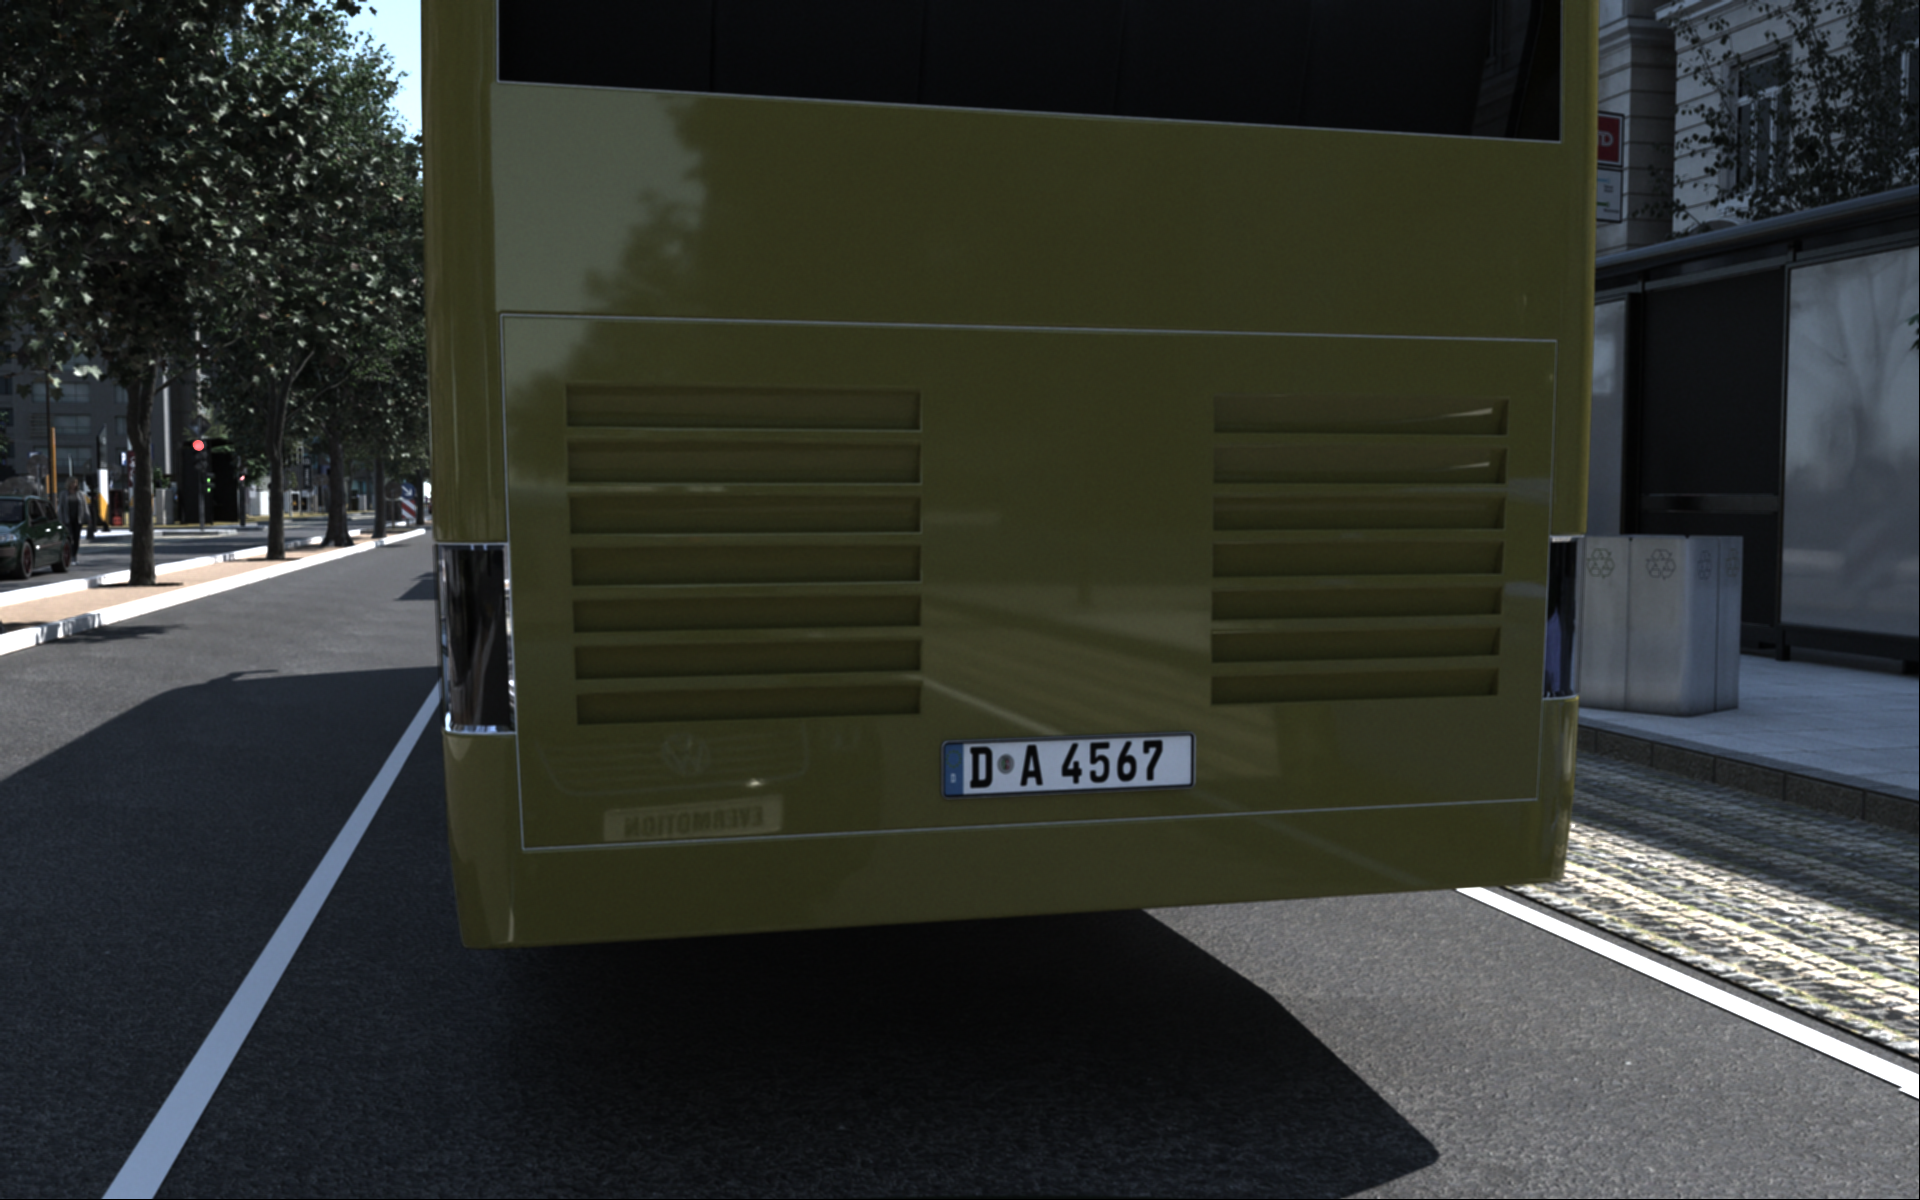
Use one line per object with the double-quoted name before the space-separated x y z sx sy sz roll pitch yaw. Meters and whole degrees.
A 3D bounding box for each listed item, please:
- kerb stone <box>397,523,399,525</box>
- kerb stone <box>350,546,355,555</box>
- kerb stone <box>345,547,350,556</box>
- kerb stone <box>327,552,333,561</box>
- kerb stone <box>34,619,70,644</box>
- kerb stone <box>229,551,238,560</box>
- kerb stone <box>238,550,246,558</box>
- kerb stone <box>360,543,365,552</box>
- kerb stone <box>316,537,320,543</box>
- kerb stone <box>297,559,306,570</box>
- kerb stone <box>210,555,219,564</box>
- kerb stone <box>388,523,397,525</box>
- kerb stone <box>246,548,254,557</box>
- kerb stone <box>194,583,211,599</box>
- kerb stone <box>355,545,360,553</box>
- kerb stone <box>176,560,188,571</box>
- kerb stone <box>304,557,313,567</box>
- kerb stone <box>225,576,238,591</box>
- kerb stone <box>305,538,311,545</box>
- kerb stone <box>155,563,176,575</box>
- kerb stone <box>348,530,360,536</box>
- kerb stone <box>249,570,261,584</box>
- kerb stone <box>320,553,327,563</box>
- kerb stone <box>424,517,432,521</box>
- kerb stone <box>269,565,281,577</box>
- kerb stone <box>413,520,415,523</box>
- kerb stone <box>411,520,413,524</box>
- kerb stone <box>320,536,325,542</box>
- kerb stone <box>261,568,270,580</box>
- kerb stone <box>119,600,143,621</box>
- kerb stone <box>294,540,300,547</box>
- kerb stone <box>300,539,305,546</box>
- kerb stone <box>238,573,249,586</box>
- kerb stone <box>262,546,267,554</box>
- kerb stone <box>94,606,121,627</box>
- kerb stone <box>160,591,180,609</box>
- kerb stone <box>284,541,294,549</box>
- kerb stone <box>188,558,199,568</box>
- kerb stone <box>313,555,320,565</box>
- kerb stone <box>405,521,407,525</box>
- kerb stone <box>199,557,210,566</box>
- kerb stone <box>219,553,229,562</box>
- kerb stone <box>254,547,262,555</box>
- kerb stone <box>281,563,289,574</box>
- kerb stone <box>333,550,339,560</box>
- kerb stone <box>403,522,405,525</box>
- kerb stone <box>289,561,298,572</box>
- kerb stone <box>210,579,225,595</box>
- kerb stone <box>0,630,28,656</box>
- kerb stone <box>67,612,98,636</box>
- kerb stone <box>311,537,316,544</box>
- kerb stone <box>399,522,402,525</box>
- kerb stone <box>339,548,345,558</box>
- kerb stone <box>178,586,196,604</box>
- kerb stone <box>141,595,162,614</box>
"kerb stone" -24.471 -3.225 74.926 0.120 0.150 1.000 -1 4 -13
"kerb stone" -14.472 -1.145 40.922 0.120 0.150 1.000 -1 4 -13
"kerb stone" -14.244 -1.084 39.921 0.120 0.150 1.000 -1 4 -13
"kerb stone" -13.551 -0.901 36.919 0.120 0.150 1.000 -1 4 -13
"kerb stone" -8.945 0.321 16.950 0.120 0.150 1.000 -1 4 -13
"kerb stone" -15.810 -0.930 37.403 0.120 0.150 1.000 -1 4 -13
"kerb stone" -16.049 -0.988 38.410 0.120 0.150 1.000 -1 4 -13
"kerb stone" -14.932 -1.268 42.928 0.120 0.150 1.000 -1 4 -13
"kerb stone" -18.816 -1.719 50.379 0.120 0.150 1.000 -1 4 -13
"kerb stone" -12.627 -0.656 32.929 0.120 0.150 1.000 -1 4 -13
"kerb stone" -15.359 -0.798 35.400 0.120 0.150 1.000 -1 4 -13
"kerb stone" -24.246 -3.164 73.921 0.120 0.150 1.000 -1 4 -13
"kerb stone" -16.277 -1.051 39.409 0.120 0.150 1.000 -1 4 -13
"kerb stone" -10.556 -0.107 23.942 0.120 0.150 1.000 -1 4 -13
"kerb stone" -14.709 -1.205 41.923 0.120 0.150 1.000 -1 4 -13
"kerb stone" -14.663 -0.616 32.408 0.120 0.150 1.000 -1 4 -13
"kerb stone" -12.858 -0.718 33.928 0.120 0.150 1.000 -1 4 -13
"kerb stone" -11.010 -0.228 25.936 0.120 0.150 1.000 -1 4 -13
"kerb stone" -18.351 -1.602 48.385 0.120 0.150 1.000 -1 4 -13
"kerb stone" -14.438 -0.562 31.411 0.120 0.150 1.000 -1 4 -13
"kerb stone" -21.119 -2.334 60.360 0.120 0.150 1.000 -1 4 -13
"kerb stone" -11.473 -0.351 27.942 0.120 0.150 1.000 -1 4 -13
"kerb stone" -13.316 -0.840 35.925 0.120 0.150 1.000 -1 4 -13
"kerb stone" -28.862 -4.387 93.916 0.120 0.150 1.000 -1 4 -13
"kerb stone" -11.932 -0.474 29.940 0.120 0.150 1.000 -1 4 -13
"kerb stone" -26.320 -3.713 82.903 0.120 0.150 1.000 -1 4 -13
"kerb stone" -26.089 -3.652 81.906 0.120 0.150 1.000 -1 4 -13
"kerb stone" -19.040 -1.784 51.377 0.120 0.150 1.000 -1 4 -13
"kerb stone" -11.713 -0.412 28.941 0.120 0.150 1.000 -1 4 -13
"kerb stone" -9.626 0.138 19.944 0.120 0.150 1.000 -1 4 -13
"kerb stone" -17.886 -1.480 46.394 0.120 0.150 1.000 -1 4 -13
"kerb stone" -18.121 -1.541 47.389 0.120 0.150 1.000 -1 4 -13
"kerb stone" -11.246 -0.286 26.942 0.120 0.150 1.000 -1 4 -13
"kerb stone" -16.739 -1.175 41.410 0.120 0.150 1.000 -1 4 -13
"kerb stone" -9.401 0.199 18.947 0.120 0.150 1.000 -1 4 -13
"kerb stone" -10.092 0.015 21.952 0.120 0.150 1.000 -1 4 -13
"kerb stone" -17.661 -1.419 45.397 0.120 0.150 1.000 -1 4 -13
"kerb stone" -14.887 -0.681 33.405 0.120 0.150 1.000 -1 4 -13
"kerb stone" -13.090 -0.779 34.928 0.120 0.150 1.000 -1 4 -13
"kerb stone" -25.403 -3.469 78.910 0.120 0.150 1.000 -1 4 -13
"kerb stone" -15.122 -0.747 34.404 0.120 0.150 1.000 -1 4 -13
"kerb stone" -15.584 -0.865 36.396 0.120 0.150 1.000 -1 4 -13
"kerb stone" -16.500 -1.114 40.414 0.120 0.150 1.000 -1 4 -13
"kerb stone" -12.170 -0.535 30.936 0.120 0.150 1.000 -1 4 -13
"kerb stone" -13.776 -0.959 37.918 0.120 0.150 1.000 -1 4 -13
"kerb stone" -25.167 -3.408 77.913 0.120 0.150 1.000 -1 4 -13
"kerb stone" -12.400 -0.596 31.932 0.120 0.150 1.000 -1 4 -13
"kerb stone" -10.779 -0.168 24.940 0.120 0.150 1.000 -1 4 -13
"kerb stone" -8.709 0.382 15.949 0.120 0.150 1.000 -1 4 -13
"kerb stone" -9.164 0.259 17.953 0.120 0.150 1.000 -1 4 -13
"kerb stone" -18.578 -1.660 49.382 0.120 0.150 1.000 -1 4 -13
"kerb stone" -24.702 -3.278 75.922 0.120 0.150 1.000 -1 4 -13
"kerb stone" -14.007 -1.023 38.926 0.120 0.150 1.000 -1 4 -13
"kerb stone" -10.324 -0.046 22.947 0.120 0.150 1.000 -1 4 -13
"kerb stone" -9.857 0.077 20.941 0.120 0.150 1.000 -1 4 -13
